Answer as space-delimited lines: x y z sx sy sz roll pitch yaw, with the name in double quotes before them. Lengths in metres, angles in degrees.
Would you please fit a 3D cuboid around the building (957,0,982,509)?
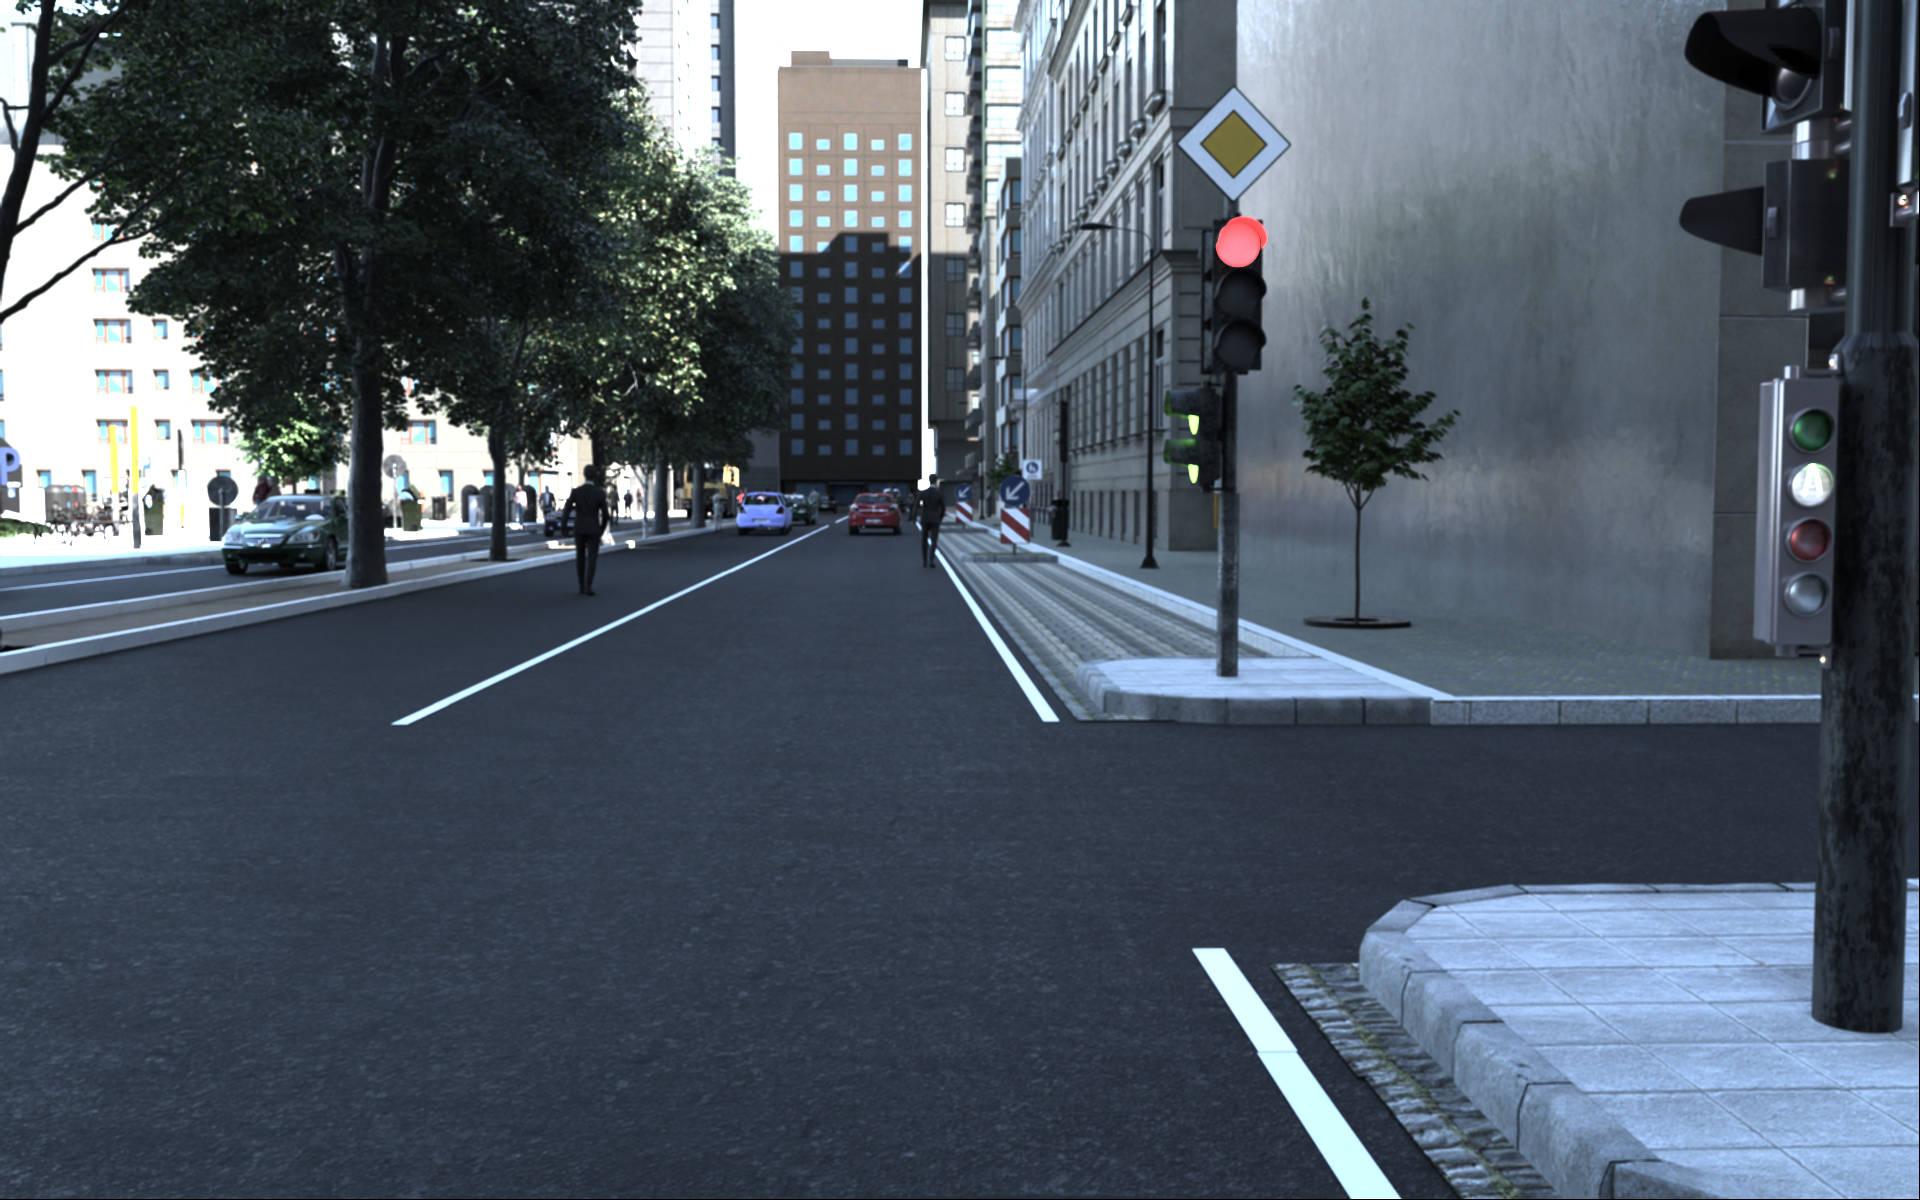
"building" 11.900 -32.256 146.990 23.786 49.044 30.456 0 4 -2

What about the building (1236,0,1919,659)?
"building" 22.455 -13.352 22.817 34.151 26.468 19.350 0 4 -2

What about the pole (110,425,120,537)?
"pole" -25.088 -3.521 51.414 0.158 3.312 0.155 0 3 0

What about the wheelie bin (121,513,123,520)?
"wheelie bin" -41.242 -4.742 85.437 0.980 1.594 0.693 3 5 40

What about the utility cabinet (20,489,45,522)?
"utility cabinet" -37.746 -3.781 70.504 0.318 1.500 1.173 0 4 3

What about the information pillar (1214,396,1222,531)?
"information pillar" 5.588 -2.745 36.239 0.504 3.616 0.183 0 4 -1

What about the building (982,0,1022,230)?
"building" 8.516 -26.989 124.862 14.154 41.232 14.086 0 4 -2

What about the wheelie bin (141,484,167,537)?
"wheelie bin" -24.417 -2.727 52.496 0.693 1.594 0.980 -1 4 -22

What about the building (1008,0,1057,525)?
"building" 9.582 -17.833 77.478 13.634 28.700 20.117 0 4 -2

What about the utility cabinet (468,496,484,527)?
"utility cabinet" -18.880 -3.455 67.651 0.306 1.237 1.020 0 4 2

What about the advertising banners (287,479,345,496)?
"advertising banners" -19.940 -3.499 53.402 2.074 3.025 0.090 0 4 -5

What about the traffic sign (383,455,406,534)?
"traffic sign" -18.326 -3.427 56.140 0.768 2.556 0.104 0 4 -1

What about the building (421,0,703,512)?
"building" -33.638 -43.551 150.313 20.611 71.187 20.563 0 4 -2

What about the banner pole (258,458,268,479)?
"banner pole" -24.276 -4.321 60.660 0.401 3.779 0.863 1 4 21

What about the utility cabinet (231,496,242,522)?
"utility cabinet" -30.076 -3.719 71.966 0.306 1.237 1.020 -1 4 -15

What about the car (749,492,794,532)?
"car" -7.433 -3.536 67.406 1.945 1.707 3.694 0 4 -3

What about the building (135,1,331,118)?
"building" -55.420 -32.111 148.718 21.600 48.544 21.300 0 4 -2

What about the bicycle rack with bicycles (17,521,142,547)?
"bicycle rack with bicycles" -21.996 -1.825 43.223 2.852 0.926 2.925 3 4 37

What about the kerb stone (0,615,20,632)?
"kerb stone" -9.923 0.259 17.957 0.120 0.150 1.000 0 4 -2

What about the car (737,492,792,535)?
"car" -6.938 -3.163 61.310 1.945 1.707 3.694 0 4 -3

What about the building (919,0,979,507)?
"building" 9.548 -36.469 185.510 27.495 52.752 28.713 0 4 -2

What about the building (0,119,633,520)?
"building" -35.304 -15.649 100.894 27.650 21.520 28.899 0 4 -2

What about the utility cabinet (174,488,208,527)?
"utility cabinet" -29.841 -3.581 67.234 1.173 1.500 0.318 -2 4 -27

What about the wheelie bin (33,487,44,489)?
"wheelie bin" -41.406 -4.284 77.959 0.980 1.594 0.693 1 4 17

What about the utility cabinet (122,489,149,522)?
"utility cabinet" -37.101 -4.244 78.064 1.173 1.500 0.318 0 4 -5

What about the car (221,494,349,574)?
"car" -12.337 -1.274 32.622 2.131 1.459 4.920 0 4 -4

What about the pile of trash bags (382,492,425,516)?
"pile of trash bags" -24.499 -3.904 73.587 3.447 1.369 1.912 -2 4 -26

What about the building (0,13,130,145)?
"building" -73.375 -28.631 151.708 14.086 41.232 14.154 0 4 -2

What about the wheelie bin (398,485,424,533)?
"wheelie bin" -18.370 -3.060 57.934 0.693 1.594 0.980 0 4 -1

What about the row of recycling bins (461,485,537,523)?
"row of recycling bins" -20.614 -4.301 77.427 3.534 1.692 1.069 1 4 8

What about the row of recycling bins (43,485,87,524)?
"row of recycling bins" -39.745 -4.264 76.831 1.069 1.692 3.534 0 4 -8

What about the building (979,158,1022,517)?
"building" 15.636 -15.854 104.255 27.650 21.520 28.899 0 4 -2

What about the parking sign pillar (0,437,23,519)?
"parking sign pillar" -39.693 -5.116 72.116 1.447 3.967 1.447 1 4 13

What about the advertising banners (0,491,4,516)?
"advertising banners" -38.715 -4.397 68.078 0.090 3.025 2.074 3 4 39

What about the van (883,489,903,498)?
"van" -5.651 -8.247 141.843 2.013 2.044 4.112 0 4 -4

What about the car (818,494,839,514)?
"car" -10.034 -7.288 128.941 2.009 1.686 4.222 0 4 -3

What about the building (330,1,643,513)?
"building" -31.875 -41.991 124.812 20.563 71.187 20.611 0 4 -2

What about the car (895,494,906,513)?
"car" -5.158 -7.391 132.640 2.131 1.459 4.920 0 4 -2

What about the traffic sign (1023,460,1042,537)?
"traffic sign" 2.136 -3.009 51.321 0.606 2.300 0.079 0 4 0

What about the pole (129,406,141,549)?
"pole" -19.258 -2.848 40.409 0.158 3.312 0.155 0 3 0

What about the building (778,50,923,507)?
"building" -11.051 -32.320 178.534 14.200 45.320 14.600 0 4 -2

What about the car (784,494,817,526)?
"car" -7.709 -4.185 80.219 2.131 1.459 4.920 0 4 -1

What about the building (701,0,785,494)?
"building" -32.333 -39.012 179.841 28.212 58.520 21.231 0 4 -2

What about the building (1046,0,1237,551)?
"building" 11.426 -13.418 52.663 16.112 22.955 30.059 0 4 -2

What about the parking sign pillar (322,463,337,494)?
"parking sign pillar" -28.250 -5.448 77.550 1.447 3.967 1.447 -2 4 -27

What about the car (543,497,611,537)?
"car" -13.093 -2.858 59.307 1.945 1.354 3.894 0 4 -1

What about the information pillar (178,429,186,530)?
"information pillar" -28.124 -4.356 62.583 0.183 3.616 0.504 -1 4 -14

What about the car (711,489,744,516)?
"car" -15.656 -6.655 117.479 2.281 1.827 5.304 0 4 -1

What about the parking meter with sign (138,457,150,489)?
"parking meter with sign" -38.128 -5.166 80.728 0.543 3.016 1.738 -1 4 -18

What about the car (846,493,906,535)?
"car" -3.023 -3.250 62.170 2.155 1.783 4.494 0 4 -1
